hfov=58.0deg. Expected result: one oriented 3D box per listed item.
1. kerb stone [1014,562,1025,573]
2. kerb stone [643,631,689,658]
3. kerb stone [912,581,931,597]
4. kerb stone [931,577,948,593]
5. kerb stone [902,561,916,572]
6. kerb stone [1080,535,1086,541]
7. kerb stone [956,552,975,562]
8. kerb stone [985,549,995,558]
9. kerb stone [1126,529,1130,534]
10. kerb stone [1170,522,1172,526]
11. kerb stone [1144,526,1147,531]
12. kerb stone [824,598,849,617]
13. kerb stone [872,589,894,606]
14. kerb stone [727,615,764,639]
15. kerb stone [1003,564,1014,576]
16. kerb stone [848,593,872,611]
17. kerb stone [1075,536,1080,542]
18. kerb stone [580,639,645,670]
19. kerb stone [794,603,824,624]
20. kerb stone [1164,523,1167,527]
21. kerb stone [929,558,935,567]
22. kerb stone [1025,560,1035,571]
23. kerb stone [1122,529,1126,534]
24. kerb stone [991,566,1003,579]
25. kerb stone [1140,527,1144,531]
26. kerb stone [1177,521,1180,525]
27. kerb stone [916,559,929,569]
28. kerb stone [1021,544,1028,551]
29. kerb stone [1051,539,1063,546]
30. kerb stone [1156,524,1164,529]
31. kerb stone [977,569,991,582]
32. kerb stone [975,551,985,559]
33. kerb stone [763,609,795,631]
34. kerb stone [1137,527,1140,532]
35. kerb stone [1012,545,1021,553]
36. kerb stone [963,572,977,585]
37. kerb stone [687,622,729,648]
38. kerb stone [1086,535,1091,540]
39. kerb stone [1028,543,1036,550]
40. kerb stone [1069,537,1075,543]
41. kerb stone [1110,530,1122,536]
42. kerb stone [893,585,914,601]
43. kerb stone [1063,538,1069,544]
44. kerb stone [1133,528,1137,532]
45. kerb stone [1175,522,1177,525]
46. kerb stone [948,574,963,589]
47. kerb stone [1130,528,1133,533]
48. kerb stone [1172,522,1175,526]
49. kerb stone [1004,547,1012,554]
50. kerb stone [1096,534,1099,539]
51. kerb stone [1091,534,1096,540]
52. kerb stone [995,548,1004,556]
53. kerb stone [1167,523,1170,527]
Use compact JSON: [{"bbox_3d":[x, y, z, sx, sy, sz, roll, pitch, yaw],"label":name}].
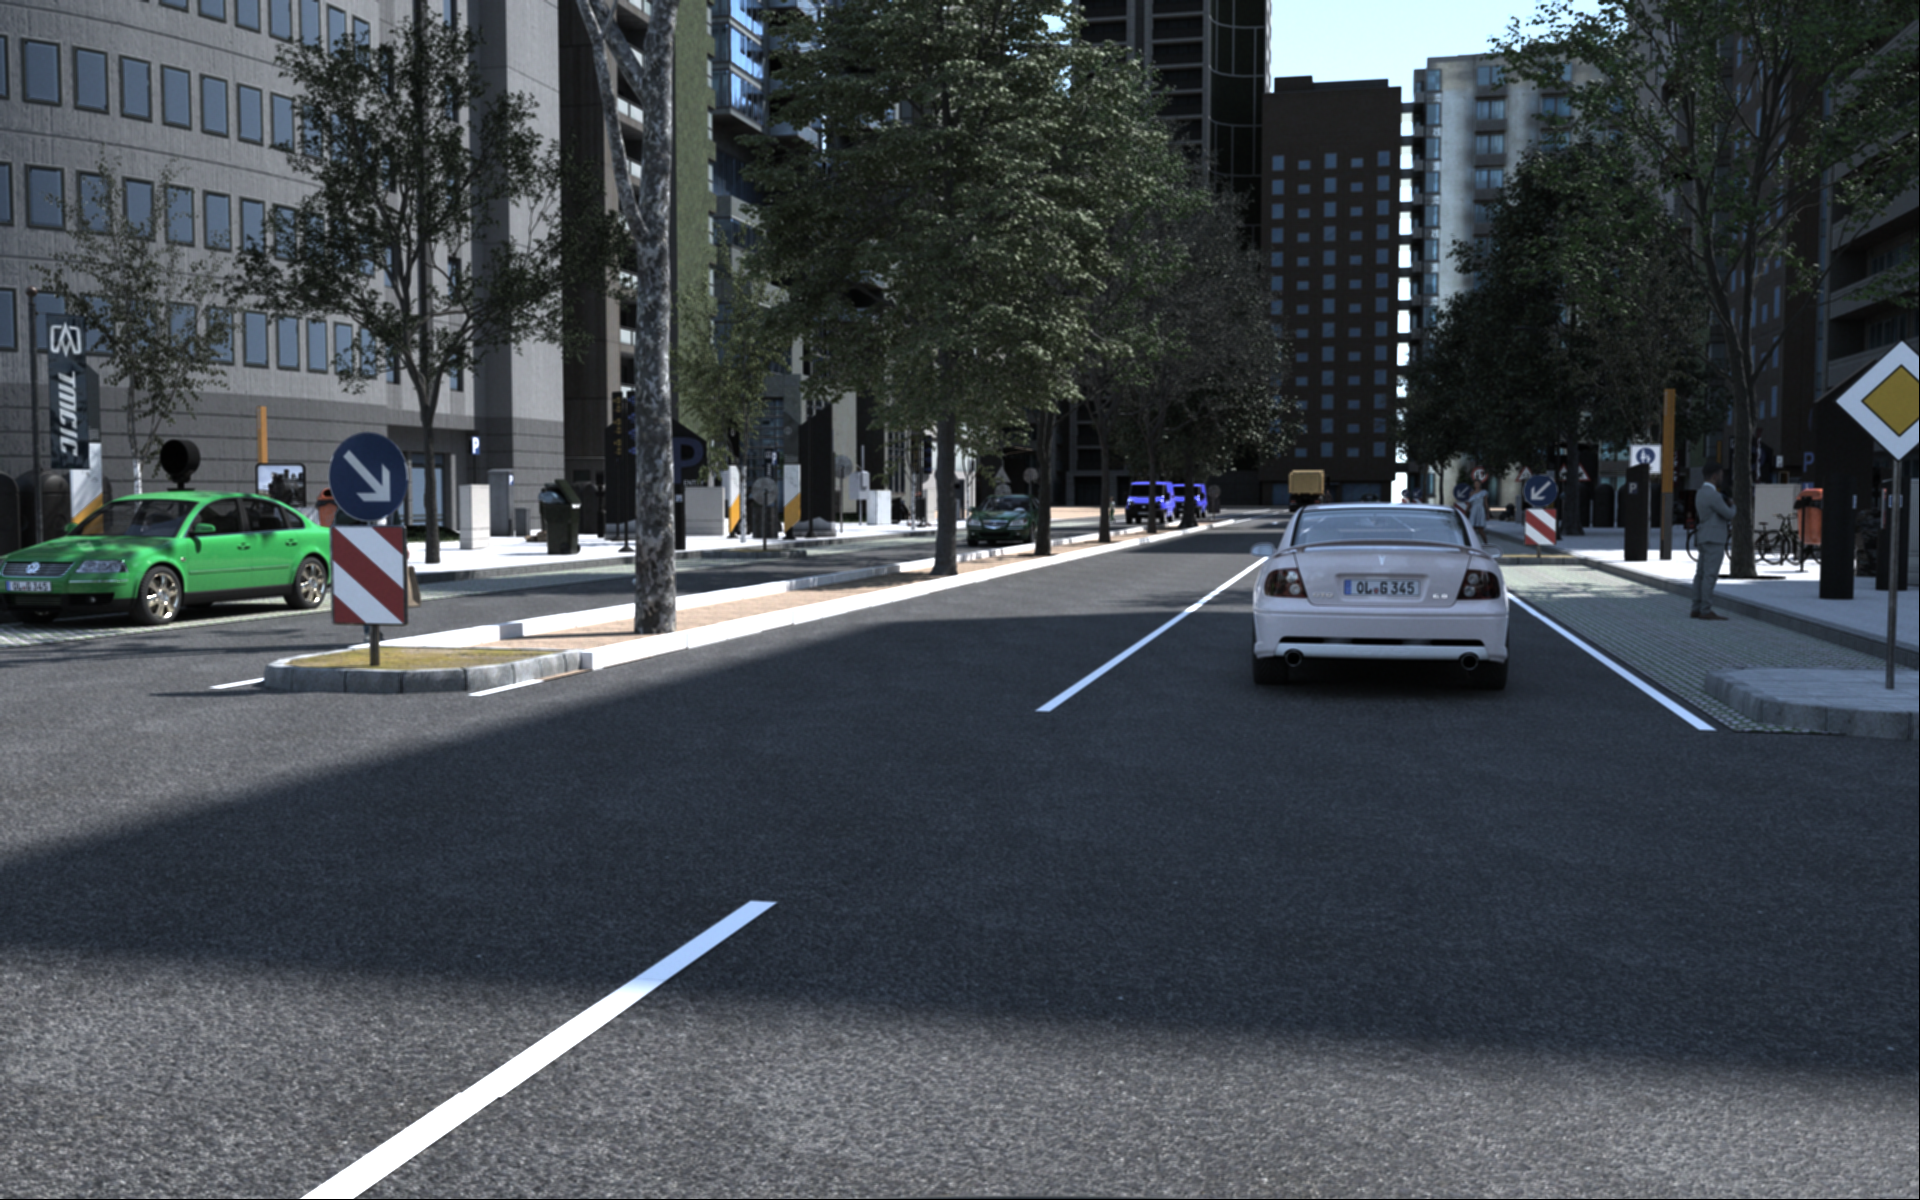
[{"bbox_3d":[0.984,-0.572,31.542,0.120,0.150,1.000,1,4,13],"label":"kerb stone"},{"bbox_3d":[-2.705,0.408,15.560,0.120,0.150,1.000,1,4,13],"label":"kerb stone"},{"bbox_3d":[-0.625,-0.143,24.534,0.120,0.150,1.000,1,4,13],"label":"kerb stone"},{"bbox_3d":[-0.395,-0.204,25.531,0.120,0.150,1.000,1,4,13],"label":"kerb stone"},{"bbox_3d":[-1.053,-0.601,32.047,0.120,0.150,1.000,1,4,13],"label":"kerb stone"},{"bbox_3d":[3.563,-1.822,52.030,0.120,0.150,1.000,1,4,13],"label":"kerb stone"},{"bbox_3d":[0.109,-0.908,37.051,0.120,0.150,1.000,1,4,13],"label":"kerb stone"},{"bbox_3d":[0.561,-1.030,39.045,0.120,0.150,1.000,1,4,13],"label":"kerb stone"},{"bbox_3d":[5.870,-2.436,62.017,0.120,0.150,1.000,1,4,13],"label":"kerb stone"},{"bbox_3d":[9.092,-3.291,76.007,0.120,0.150,1.000,1,4,13],"label":"kerb stone"},{"bbox_3d":[7.019,-2.741,67.012,0.120,0.150,1.000,1,4,13],"label":"kerb stone"},{"bbox_3d":[-1.543,0.102,20.550,0.120,0.150,1.000,1,4,13],"label":"kerb stone"},{"bbox_3d":[-1.084,-0.020,22.542,0.120,0.150,1.000,1,4,13],"label":"kerb stone"},{"bbox_3d":[-2.237,0.284,17.552,0.120,0.150,1.000,1,4,13],"label":"kerb stone"},{"bbox_3d":[0.756,-0.510,30.538,0.120,0.150,1.000,1,4,13],"label":"kerb stone"},{"bbox_3d":[-1.316,0.040,21.546,0.120,0.150,1.000,1,4,13],"label":"kerb stone"},{"bbox_3d":[3.335,-1.764,51.034,0.120,0.150,1.000,1,4,13],"label":"kerb stone"},{"bbox_3d":[-2.928,0.467,14.562,0.120,0.150,1.000,1,4,13],"label":"kerb stone"},{"bbox_3d":[-1.773,0.162,19.546,0.120,0.150,1.000,1,4,13],"label":"kerb stone"},{"bbox_3d":[8.632,-3.168,73.990,0.120,0.150,1.000,1,4,13],"label":"kerb stone"},{"bbox_3d":[-0.580,-0.725,34.047,0.120,0.150,1.000,1,4,13],"label":"kerb stone"},{"bbox_3d":[1.217,-0.633,32.538,0.120,0.150,1.000,1,4,13],"label":"kerb stone"},{"bbox_3d":[5.625,-2.372,61.023,0.120,0.150,1.000,1,4,13],"label":"kerb stone"},{"bbox_3d":[0.528,-0.446,29.542,0.120,0.150,1.000,1,4,13],"label":"kerb stone"},{"bbox_3d":[6.787,-2.680,66.017,0.120,0.150,1.000,1,4,13],"label":"kerb stone"},{"bbox_3d":[9.789,-3.471,79.014,0.120,0.150,1.000,1,4,13],"label":"kerb stone"},{"bbox_3d":[-0.816,-0.660,33.043,0.120,0.150,1.000,1,4,13],"label":"kerb stone"},{"bbox_3d":[1.486,-1.274,43.040,0.120,0.150,1.000,1,4,13],"label":"kerb stone"},{"bbox_3d":[2.639,-1.580,48.027,0.120,0.150,1.000,1,4,13],"label":"kerb stone"},{"bbox_3d":[8.397,-3.107,72.994,0.120,0.150,1.000,1,4,13],"label":"kerb stone"},{"bbox_3d":[0.301,-0.388,28.536,0.120,0.150,1.000,1,4,13],"label":"kerb stone"},{"bbox_3d":[0.332,-0.970,38.048,0.120,0.150,1.000,1,4,13],"label":"kerb stone"},{"bbox_3d":[-2.013,0.223,18.549,0.120,0.150,1.000,1,4,13],"label":"kerb stone"},{"bbox_3d":[6.554,-2.616,65.014,0.120,0.150,1.000,1,4,13],"label":"kerb stone"},{"bbox_3d":[1.255,-1.214,42.044,0.120,0.150,1.000,1,4,13],"label":"kerb stone"},{"bbox_3d":[0.064,-0.327,27.541,0.120,0.150,1.000,1,4,13],"label":"kerb stone"},{"bbox_3d":[-2.466,0.350,16.555,0.120,0.150,1.000,1,4,13],"label":"kerb stone"},{"bbox_3d":[3.796,-1.885,53.026,0.120,0.150,1.000,1,4,13],"label":"kerb stone"},{"bbox_3d":[1.717,-1.335,44.035,0.120,0.150,1.000,1,4,13],"label":"kerb stone"},{"bbox_3d":[3.103,-1.703,50.038,0.120,0.150,1.000,1,4,13],"label":"kerb stone"},{"bbox_3d":[5.403,-2.313,60.017,0.120,0.150,1.000,1,4,13],"label":"kerb stone"},{"bbox_3d":[-0.850,-0.082,23.537,0.120,0.150,1.000,1,4,13],"label":"kerb stone"},{"bbox_3d":[2.873,-1.638,49.029,0.120,0.150,1.000,1,4,13],"label":"kerb stone"},{"bbox_3d":[6.323,-2.558,64.011,0.120,0.150,1.000,1,4,13],"label":"kerb stone"},{"bbox_3d":[9.572,-3.414,78.014,0.120,0.150,1.000,1,4,13],"label":"kerb stone"},{"bbox_3d":[-0.164,-0.265,26.536,0.120,0.150,1.000,1,4,13],"label":"kerb stone"},{"bbox_3d":[6.092,-2.497,63.015,0.120,0.150,1.000,1,4,13],"label":"kerb stone"},{"bbox_3d":[9.328,-3.353,77.021,0.120,0.150,1.000,1,4,13],"label":"kerb stone"},{"bbox_3d":[1.021,-1.152,41.039,0.120,0.150,1.000,1,4,13],"label":"kerb stone"},{"bbox_3d":[4.254,-2.008,55.018,0.120,0.150,1.000,1,4,13],"label":"kerb stone"},{"bbox_3d":[4.028,-1.947,54.021,0.120,0.150,1.000,1,4,13],"label":"kerb stone"},{"bbox_3d":[0.790,-1.091,40.041,0.120,0.150,1.000,1,4,13],"label":"kerb stone"},{"bbox_3d":[8.868,-3.229,74.997,0.120,0.150,1.000,1,4,13],"label":"kerb stone"}]
